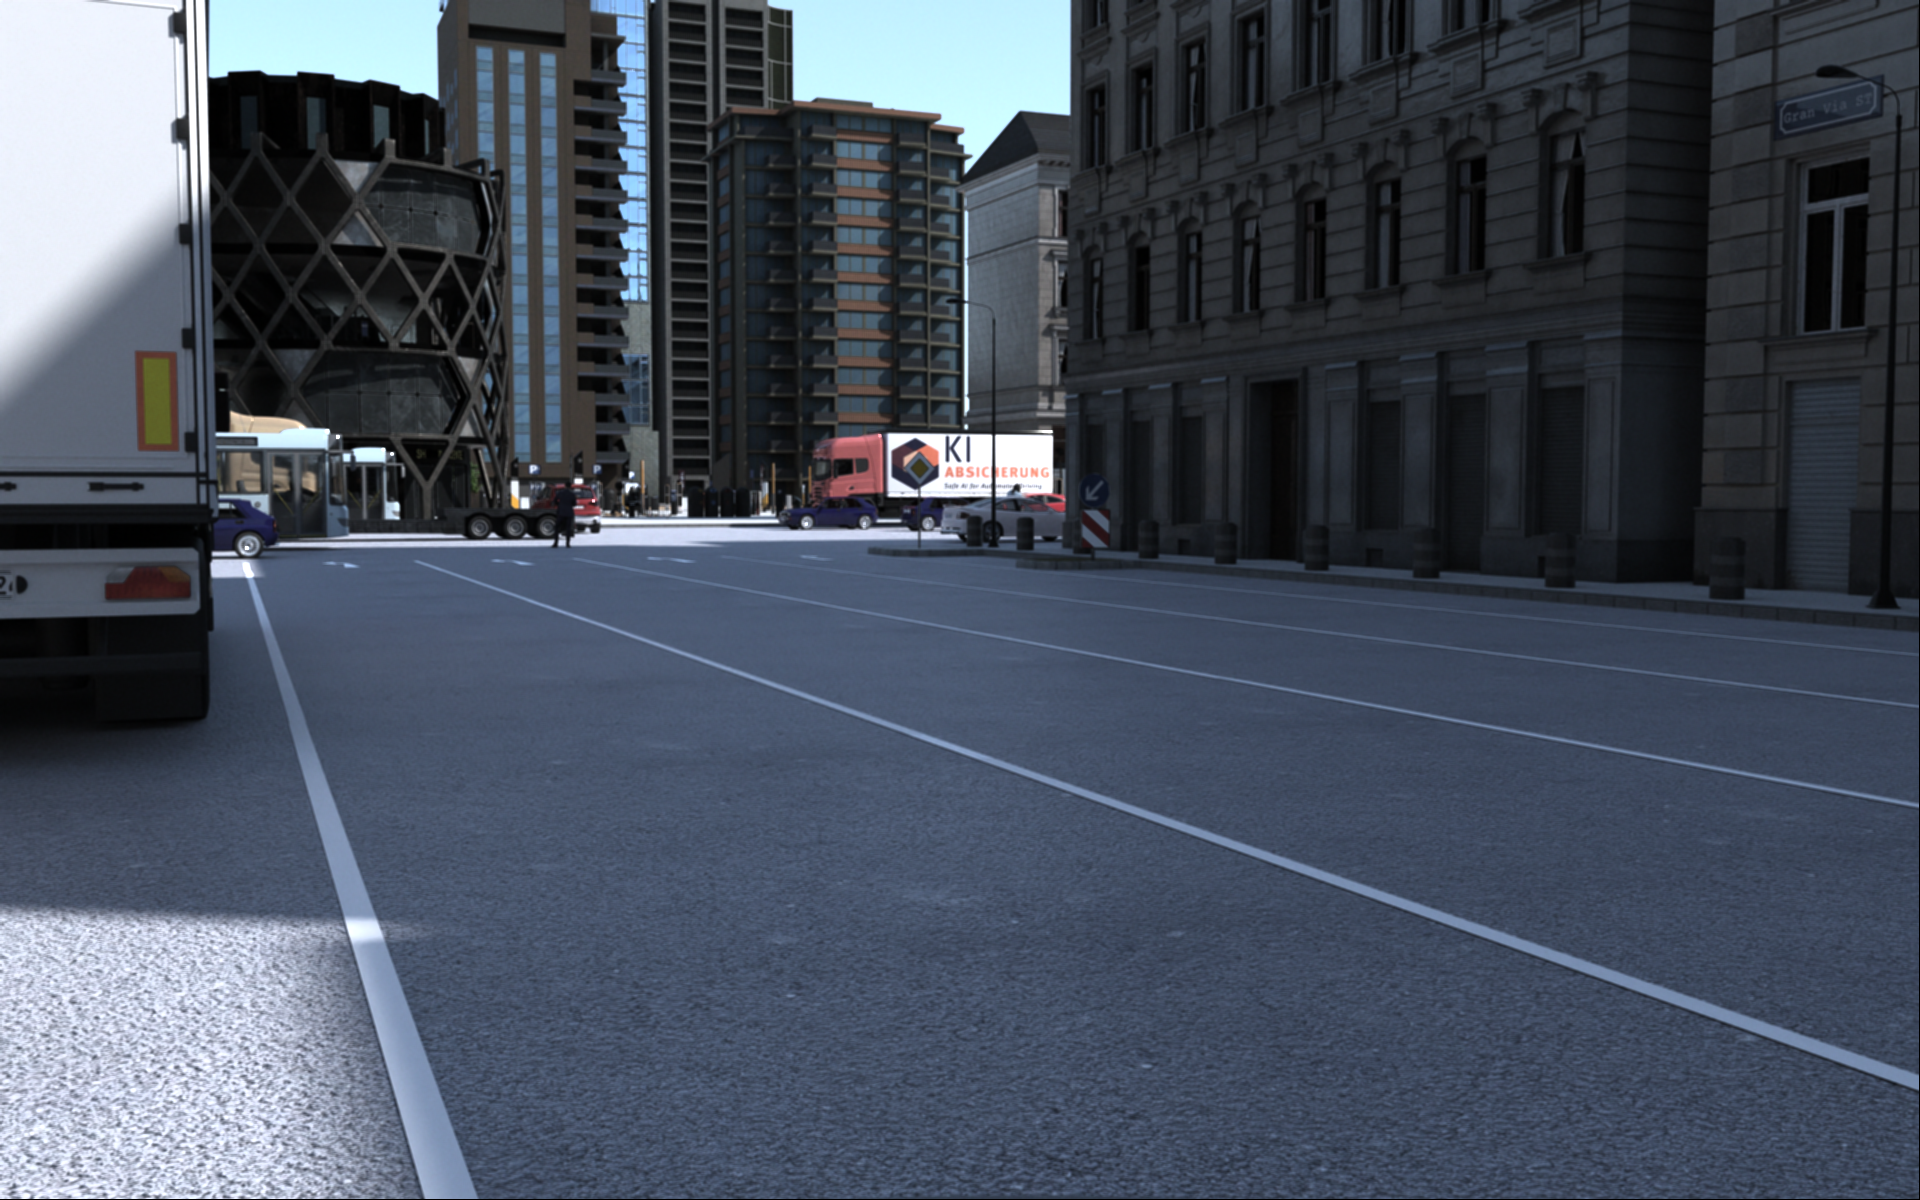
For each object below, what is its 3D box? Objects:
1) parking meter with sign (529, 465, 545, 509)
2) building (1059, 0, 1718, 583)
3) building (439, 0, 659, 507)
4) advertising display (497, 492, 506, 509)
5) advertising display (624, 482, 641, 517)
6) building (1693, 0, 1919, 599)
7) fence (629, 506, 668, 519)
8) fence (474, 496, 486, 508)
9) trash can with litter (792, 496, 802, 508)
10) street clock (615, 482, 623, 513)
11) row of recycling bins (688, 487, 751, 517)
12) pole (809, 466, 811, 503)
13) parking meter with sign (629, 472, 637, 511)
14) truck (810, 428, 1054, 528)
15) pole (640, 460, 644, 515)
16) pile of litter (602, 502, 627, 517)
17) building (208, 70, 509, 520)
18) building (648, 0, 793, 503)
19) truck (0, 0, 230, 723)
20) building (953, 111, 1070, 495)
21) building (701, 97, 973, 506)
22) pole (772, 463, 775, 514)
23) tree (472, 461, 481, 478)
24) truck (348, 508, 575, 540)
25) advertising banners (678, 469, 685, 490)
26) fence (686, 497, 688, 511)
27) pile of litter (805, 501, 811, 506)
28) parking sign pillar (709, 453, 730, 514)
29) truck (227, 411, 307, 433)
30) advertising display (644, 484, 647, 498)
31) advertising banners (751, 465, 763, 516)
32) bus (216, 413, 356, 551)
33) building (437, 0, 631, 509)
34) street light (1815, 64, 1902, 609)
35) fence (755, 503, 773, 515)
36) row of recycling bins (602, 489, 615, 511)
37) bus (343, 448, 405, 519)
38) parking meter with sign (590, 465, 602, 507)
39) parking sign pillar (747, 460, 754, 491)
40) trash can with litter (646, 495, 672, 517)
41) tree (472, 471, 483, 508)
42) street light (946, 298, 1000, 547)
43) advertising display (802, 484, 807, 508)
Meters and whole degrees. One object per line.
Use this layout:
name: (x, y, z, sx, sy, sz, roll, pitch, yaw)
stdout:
parking meter with sign: (-25.648, -6.708, 105.938, 0.543, 3.016, 1.738, 0, 4, 4)
building: (10.234, -11.320, 34.232, 9.793, 20.994, 18.267, -1, 4, -23)
building: (-43.541, -52.723, 174.688, 22.319, 86.520, 31.000, -1, 4, -23)
advertising display: (-33.912, -7.491, 127.688, 0.123, 1.923, 0.974, 3, 5, 45)
advertising display: (-18.211, -5.555, 96.035, 0.123, 1.923, 0.974, 3, 5, 41)
building: (20.249, -13.294, 14.618, 12.463, 27.353, 25.104, -1, 4, -23)
fence: (-16.009, -4.502, 88.986, 2.069, 0.683, 0.278, 0, 4, 5)
fence: (-35.591, -7.172, 128.461, 0.480, 1.192, 2.264, -3, 5, -39)
trash can with litter: (-9.620, -5.703, 104.628, 1.055, 1.170, 0.624, 1, 4, 19)
street clock: (-20.149, -5.987, 102.455, 0.358, 2.002, 0.471, 3, 4, 37)
row of recycling bins: (-13.414, -5.458, 96.358, 3.534, 1.692, 1.069, -2, 4, -24)
pole: (-10.912, -8.077, 125.897, 0.158, 3.312, 0.155, 0, 3, 0)
parking meter with sign: (-25.142, -8.448, 134.378, 0.543, 3.016, 1.738, -2, 4, -35)
truck: (-1.504, -5.286, 75.341, 11.283, 4.237, 2.839, -2, 4, -23)
pole: (-19.191, -6.776, 104.624, 0.158, 3.312, 0.155, 0, 3, 0)
pile of litter: (-19.575, -5.142, 98.033, 1.176, 0.858, 1.719, -3, 4, -37)
building: (-29.220, -12.873, 77.927, 16.811, 18.784, 16.820, -1, 4, -23)
building: (-34.174, -49.604, 249.276, 20.611, 71.187, 20.563, -1, 4, -23)
truck: (-7.215, -1.511, 13.613, 2.839, 4.237, 11.283, -2, 4, -23)
building: (3.307, -14.553, 88.852, 40.483, 20.767, 10.553, -1, 4, -23)
building: (-13.161, -33.077, 195.428, 28.867, 44.769, 22.147, -1, 4, -23)
pole: (-12.236, -7.313, 113.414, 0.158, 3.312, 0.155, 0, 3, 0)
tree: (-41.094, -9.731, 142.822, 4.285, 4.588, 4.351, 0, 3, 0)
truck: (-21.243, -3.808, 52.024, 18.799, 4.110, 2.967, -2, 4, -23)
advertising banners: (-19.005, -7.735, 122.652, 2.074, 3.025, 0.090, 1, 4, 19)
fence: (-19.642, -6.982, 125.364, 2.264, 1.192, 0.480, -1, 4, -17)
pile of litter: (-11.199, -7.583, 137.944, 1.719, 0.858, 1.176, 0, 4, 5)
parking sign pillar: (-15.610, -7.586, 112.508, 1.447, 3.967, 1.447, -3, 4, -37)
truck: (-25.243, -3.956, 53.602, 11.283, 4.237, 2.839, -1, 4, -22)
advertising display: (-20.728, -6.564, 112.538, 0.974, 1.923, 0.123, 2, 4, 28)
advertising banners: (-12.138, -6.585, 103.860, 0.090, 3.025, 2.074, -2, 4, -25)
bus: (-21.391, -2.950, 43.095, 13.247, 3.499, 2.948, -2, 4, -24)
building: (-37.978, -30.782, 153.399, 14.600, 45.320, 14.200, -1, 4, -23)
street light: (9.890, -2.848, 19.112, 1.470, 5.913, 1.316, -1, 4, -23)
fence: (-12.440, -5.760, 109.551, 0.278, 0.683, 2.069, -3, 5, -42)
row of recycling bins: (-27.288, -7.778, 134.287, 1.069, 1.692, 3.534, -1, 4, -18)
bus: (-26.170, -4.101, 61.910, 13.247, 3.499, 2.948, -2, 4, -24)
parking meter with sign: (-21.574, -6.484, 102.276, 0.543, 3.016, 1.738, 0, 3, 0)
parking sign pillar: (-16.794, -9.185, 138.642, 1.447, 3.967, 1.447, -1, 4, -9)
trash can with litter: (-16.990, -5.356, 98.625, 1.678, 1.210, 2.233, 3, 5, 44)
tree: (-37.711, -8.556, 134.485, 1.663, 3.219, 1.824, 0, 3, 0)
street light: (0.311, -4.214, 41.434, 1.470, 5.913, 1.316, -1, 4, -23)
advertising display: (-10.349, -6.729, 115.224, 0.123, 1.923, 0.974, -1, 4, -16)
